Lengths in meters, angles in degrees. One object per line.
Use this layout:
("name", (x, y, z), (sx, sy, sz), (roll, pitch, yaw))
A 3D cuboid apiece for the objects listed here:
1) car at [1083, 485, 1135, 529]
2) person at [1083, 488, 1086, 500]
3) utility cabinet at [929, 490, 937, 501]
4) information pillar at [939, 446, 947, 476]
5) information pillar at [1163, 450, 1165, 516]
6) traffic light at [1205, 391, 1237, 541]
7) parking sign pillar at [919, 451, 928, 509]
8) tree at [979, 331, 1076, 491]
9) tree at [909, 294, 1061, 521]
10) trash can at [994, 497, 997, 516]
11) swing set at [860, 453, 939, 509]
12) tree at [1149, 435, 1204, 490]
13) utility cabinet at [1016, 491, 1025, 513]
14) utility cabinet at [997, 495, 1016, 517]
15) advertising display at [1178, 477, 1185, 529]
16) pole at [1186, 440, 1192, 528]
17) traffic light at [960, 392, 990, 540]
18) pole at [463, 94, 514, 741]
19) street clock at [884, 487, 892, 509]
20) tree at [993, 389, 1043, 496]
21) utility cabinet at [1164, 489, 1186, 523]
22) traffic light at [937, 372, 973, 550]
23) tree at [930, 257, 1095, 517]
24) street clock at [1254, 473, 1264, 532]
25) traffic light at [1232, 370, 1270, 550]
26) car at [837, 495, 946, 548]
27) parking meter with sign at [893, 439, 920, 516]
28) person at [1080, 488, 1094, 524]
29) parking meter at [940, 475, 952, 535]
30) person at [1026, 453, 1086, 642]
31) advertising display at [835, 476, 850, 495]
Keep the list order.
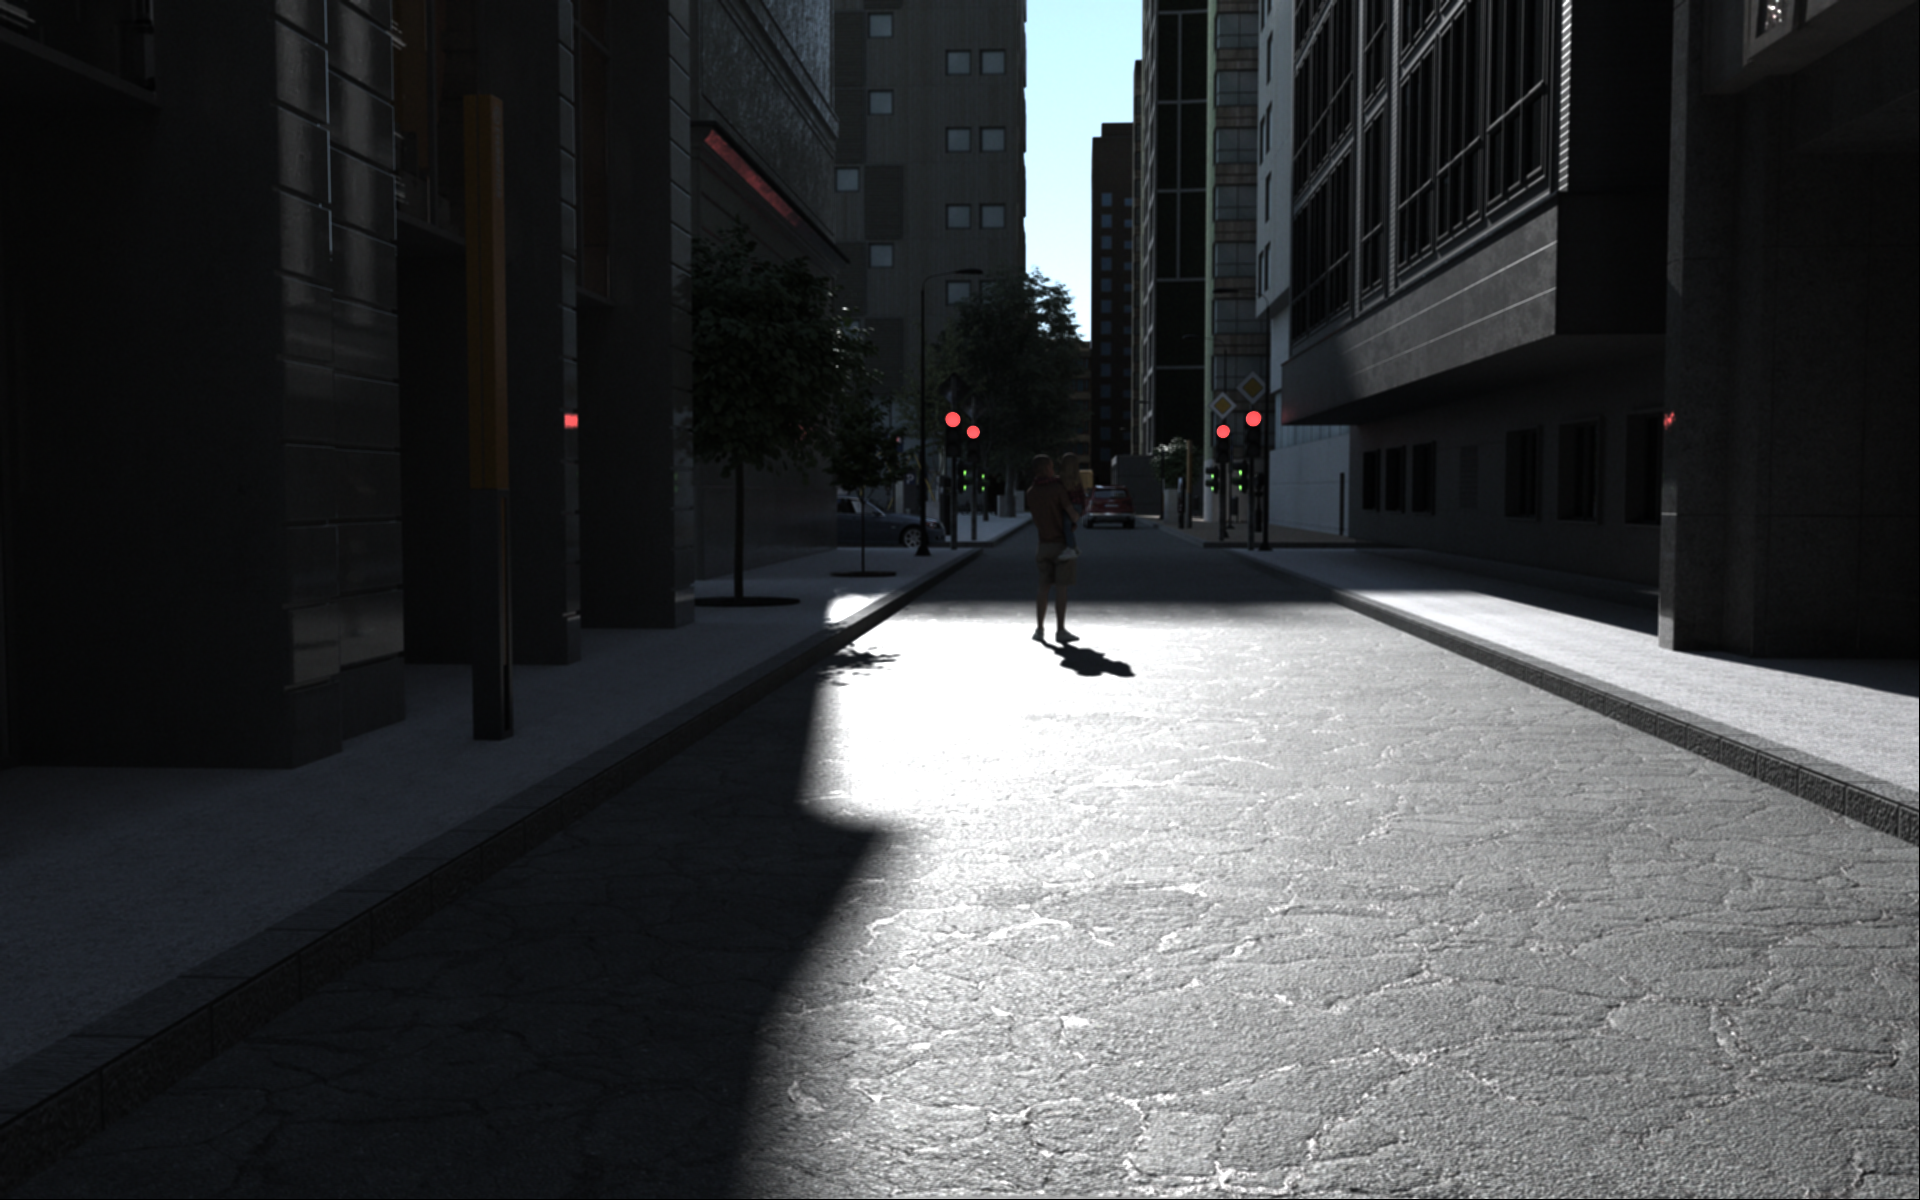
("car", (6.275, -3.949, 73.234), (2.281, 1.827, 5.304), (0, 4, 2))
("person", (8.796, -6.982, 122.538), (0.514, 1.842, 0.818), (-1, 4, -13))
("utility cabinet", (-1.154, -5.469, 98.093), (1.173, 1.500, 0.318), (-1, 4, -9))
("information pillar", (-0.742, -5.201, 76.393), (0.183, 3.616, 0.504), (-2, 4, -32))
("information pillar", (10.894, -6.207, 92.844), (0.183, 3.616, 0.504), (1, 4, 12))
("traffic light", (7.151, -3.576, 47.395), (0.839, 4.253, 0.868), (0, 4, 4))
("parking sign pillar", (-2.312, -7.337, 108.433), (1.447, 3.967, 1.447), (0, 4, 5))
("tree", (4.285, -12.205, 117.672), (7.486, 12.596, 7.792), (0, 3, 0))
("tree", (0.989, -9.027, 81.998), (8.767, 10.594, 7.601), (3, 5, 40))
("trash can", (2.341, -5.510, 101.734), (0.748, 1.137, 0.748), (0, 3, 0))
("swing set", (-2.452, -4.183, 66.015), (2.862, 2.851, 3.119), (2, 4, 24))
("tree", (12.143, -6.872, 96.068), (4.285, 4.588, 4.351), (0, 3, 0))
("utility cabinet", (3.692, -6.505, 115.027), (1.173, 1.500, 0.318), (0, 4, 7))
("utility cabinet", (2.593, -5.208, 96.306), (1.020, 1.237, 0.306), (-2, 4, -25))
("advertising display", (8.202, -3.605, 64.159), (0.123, 1.923, 0.974), (0, 4, -2))
("pole", (8.639, -4.367, 65.239), (0.158, 3.312, 0.155), (0, 3, 0))
("traffic light", (0.404, -3.603, 47.824), (0.839, 4.253, 0.868), (0, 4, 4))
("pole", (-2.450, -0.927, 8.996), (0.158, 3.312, 0.155), (0, 3, 0))
("street clock", (-5.017, -7.118, 120.956), (0.471, 2.002, 0.358), (1, 4, 19))
("tree", (3.418, -9.436, 104.644), (4.360, 8.622, 3.978), (0, 3, 0))
("utility cabinet", (9.417, -4.114, 75.941), (1.173, 1.500, 0.318), (-3, 5, -42))
("traffic light", (-0.123, -3.115, 39.856), (0.839, 4.253, 0.868), (0, 4, 4))
("tree", (2.807, -11.522, 95.047), (9.857, 13.997, 8.962), (0, 3, 0))
("street clock", (10.054, -3.287, 58.316), (0.358, 2.002, 0.471), (-1, 4, -16))
("traffic light", (6.624, -3.089, 39.427), (0.839, 4.253, 0.868), (0, 4, 4))
("car", (-2.610, -1.986, 44.478), (4.499, 1.417, 2.014), (0, 4, 3))
("parking meter with sign", (-1.570, -3.259, 49.539), (0.543, 3.016, 1.738), (-2, 4, -24))
("person", (6.045, -4.437, 81.803), (0.760, 1.731, 0.466), (-3, 4, -38))
("parking meter", (-0.445, -2.937, 53.724), (0.255, 1.863, 0.399), (-2, 4, -28))
("person", (0.958, -0.518, 16.947), (0.580, 1.828, 0.573), (-1, 4, -9))
("advertising display", (-3.532, -2.611, 47.905), (0.974, 1.923, 0.123), (0, 4, 5))
